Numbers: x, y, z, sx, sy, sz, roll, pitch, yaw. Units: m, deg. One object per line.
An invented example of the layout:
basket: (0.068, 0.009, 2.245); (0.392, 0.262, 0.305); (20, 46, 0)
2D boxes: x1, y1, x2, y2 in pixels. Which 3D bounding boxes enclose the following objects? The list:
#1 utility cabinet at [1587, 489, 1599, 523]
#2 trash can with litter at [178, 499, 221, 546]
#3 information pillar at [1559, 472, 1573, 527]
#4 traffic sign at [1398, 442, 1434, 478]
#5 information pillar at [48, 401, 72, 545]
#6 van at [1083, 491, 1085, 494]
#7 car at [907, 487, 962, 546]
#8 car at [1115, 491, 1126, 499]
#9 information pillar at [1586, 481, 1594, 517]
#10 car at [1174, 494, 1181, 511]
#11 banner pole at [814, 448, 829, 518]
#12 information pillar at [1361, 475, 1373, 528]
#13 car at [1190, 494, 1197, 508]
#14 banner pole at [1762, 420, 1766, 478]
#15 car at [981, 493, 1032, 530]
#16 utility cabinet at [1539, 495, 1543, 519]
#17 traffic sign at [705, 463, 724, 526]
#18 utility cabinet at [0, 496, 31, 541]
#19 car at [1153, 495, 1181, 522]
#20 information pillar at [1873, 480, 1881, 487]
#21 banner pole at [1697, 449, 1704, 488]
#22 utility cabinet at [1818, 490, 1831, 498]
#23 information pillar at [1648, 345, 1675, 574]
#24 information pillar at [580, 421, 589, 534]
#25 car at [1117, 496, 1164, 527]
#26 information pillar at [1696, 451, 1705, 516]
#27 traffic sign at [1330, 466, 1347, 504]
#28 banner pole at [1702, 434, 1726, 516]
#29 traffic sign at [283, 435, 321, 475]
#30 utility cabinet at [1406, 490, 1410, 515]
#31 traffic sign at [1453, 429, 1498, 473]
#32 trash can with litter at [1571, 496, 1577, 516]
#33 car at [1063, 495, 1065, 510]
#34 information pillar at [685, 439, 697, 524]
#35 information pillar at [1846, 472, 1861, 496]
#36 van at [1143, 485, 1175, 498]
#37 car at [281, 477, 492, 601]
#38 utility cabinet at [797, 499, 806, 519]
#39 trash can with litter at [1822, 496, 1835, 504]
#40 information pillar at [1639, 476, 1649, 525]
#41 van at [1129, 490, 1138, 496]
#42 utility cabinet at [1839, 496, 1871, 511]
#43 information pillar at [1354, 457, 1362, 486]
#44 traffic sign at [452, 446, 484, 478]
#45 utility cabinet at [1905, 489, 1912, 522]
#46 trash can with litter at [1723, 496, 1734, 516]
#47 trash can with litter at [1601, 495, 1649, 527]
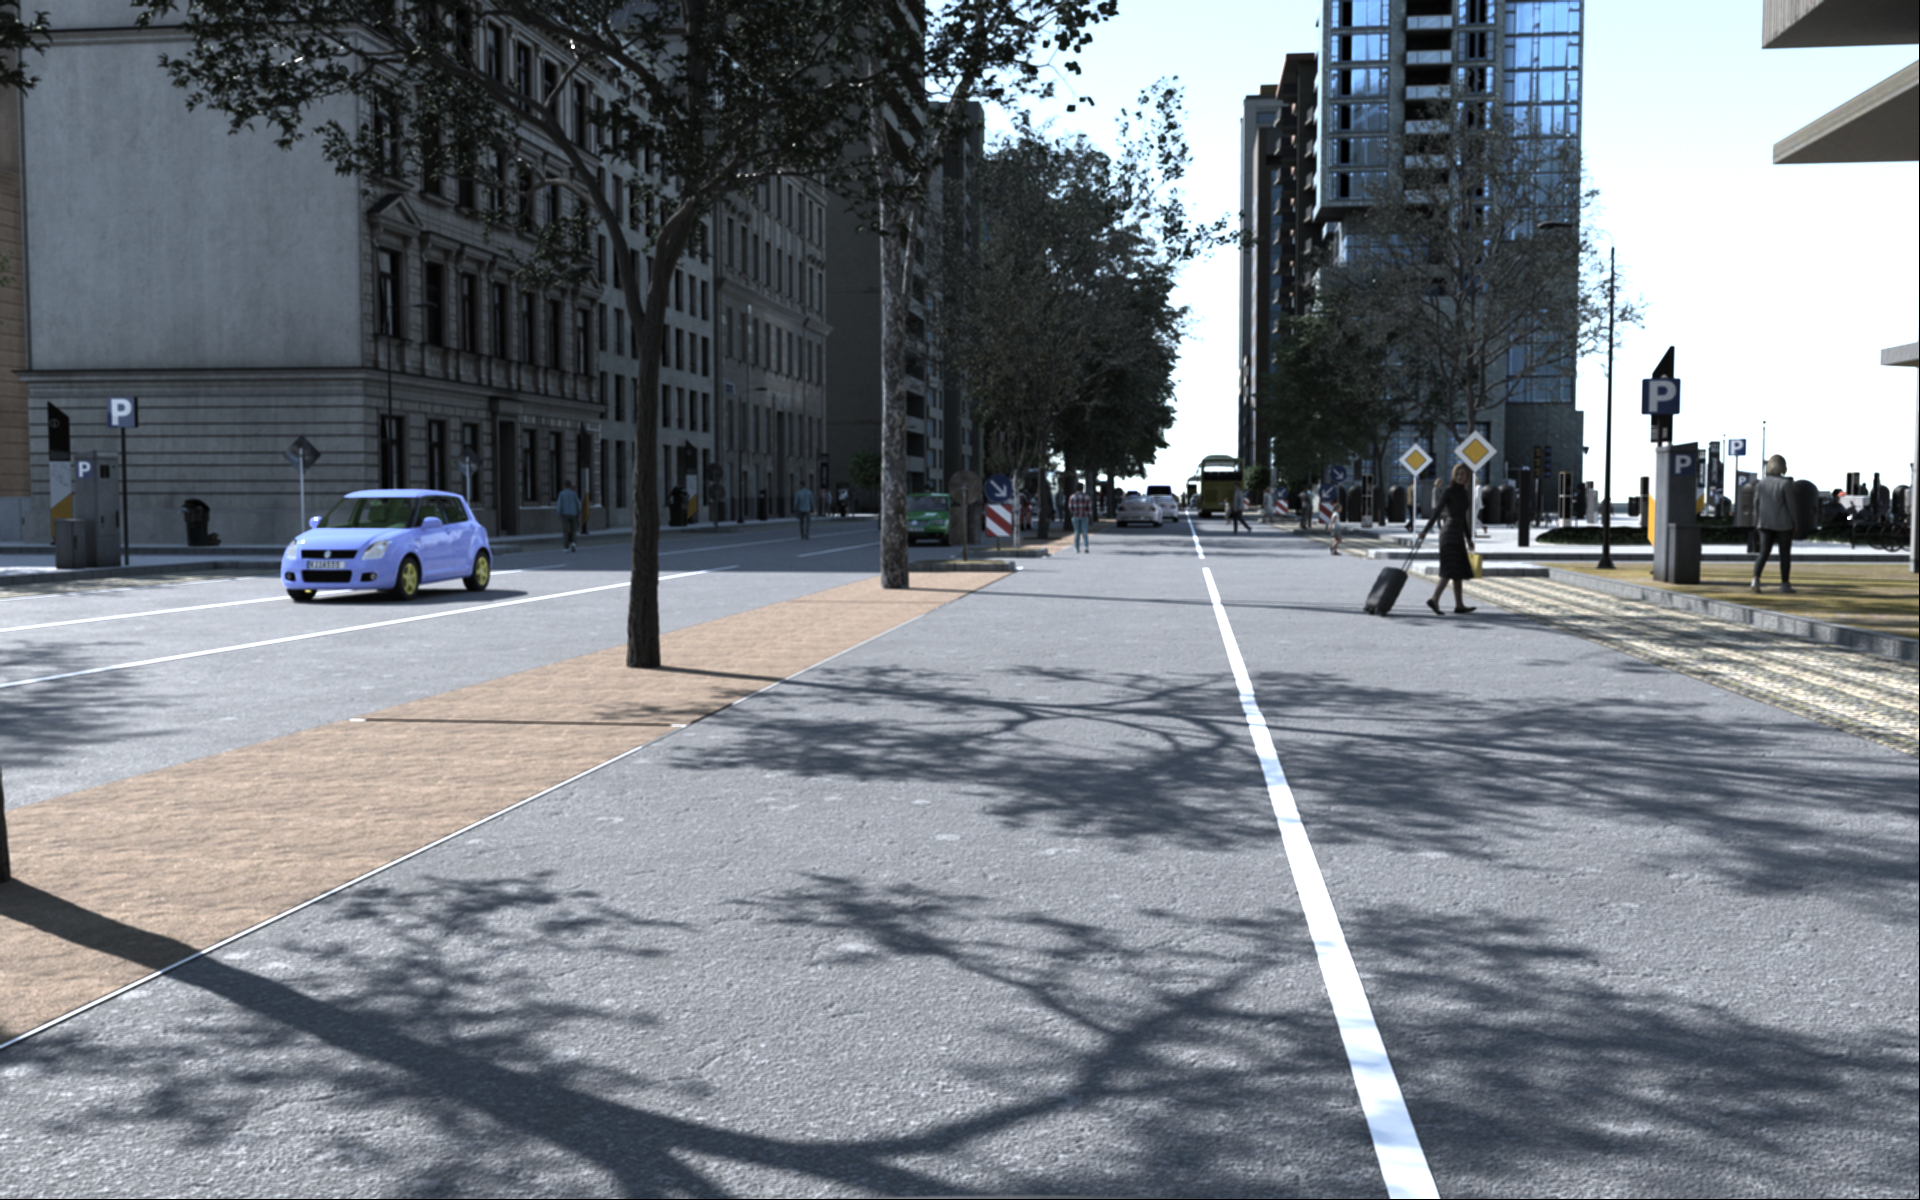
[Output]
utility cabinet: (27.623, -4.091, 75.570); (0.318, 1.500, 1.173); (2, 4, 28)
trash can with litter: (-18.717, -1.914, 42.674); (0.624, 1.170, 1.055); (0, 4, 6)
information pillar: (20.261, -3.270, 57.963); (0.304, 2.012, 0.304); (-1, 4, -11)
traffic sign: (10.297, -2.258, 39.115); (0.795, 2.593, 0.064); (0, 4, 7)
information pillar: (-22.656, -3.194, 43.584); (0.504, 3.616, 0.183); (-2, 4, -26)
van: (12.140, -10.477, 178.316); (2.013, 2.044, 4.112); (0, 4, 6)
car: (-0.875, -2.460, 49.011); (1.959, 1.807, 4.718); (1, 4, 9)
car: (17.181, -10.949, 187.682); (2.281, 1.827, 5.304); (0, 4, 8)
information pillar: (34.731, -5.566, 95.490); (0.304, 2.012, 0.304); (-1, 4, -11)
car: (17.867, -8.415, 147.375); (2.009, 1.686, 4.222); (1, 4, 9)
banner pole: (-7.558, -6.403, 94.710); (0.863, 3.779, 0.401); (1, 4, 12)
information pillar: (15.424, -3.737, 65.592); (0.304, 2.012, 0.304); (-2, 4, -26)
car: (23.936, -9.876, 173.476); (2.014, 1.417, 4.499); (0, 4, 8)
banner pole: (27.173, -4.197, 58.642); (0.401, 3.779, 0.863); (2, 4, 27)
car: (1.873, -3.705, 69.611); (2.155, 1.783, 4.494); (0, 4, 8)
utility cabinet: (27.702, -4.385, 82.857); (0.306, 1.237, 1.020); (1, 4, 17)
traffic sign: (-9.999, -4.304, 70.481); (0.768, 2.556, 0.104); (1, 4, 10)
utility cabinet: (-25.570, -2.198, 47.106); (1.020, 1.237, 0.306); (0, 4, 6)
car: (10.385, -4.734, 89.760); (2.083, 1.381, 4.827); (0, 4, 7)
information pillar: (46.187, -5.065, 87.311); (0.304, 2.012, 0.304); (3, 5, 40)
banner pole: (36.314, -5.779, 84.498); (0.401, 3.779, 0.863); (-2, 4, -27)
utility cabinet: (48.178, -5.413, 97.173); (1.173, 1.500, 0.318); (1, 4, 22)
information pillar: (11.179, -2.217, 27.602); (0.183, 3.616, 0.504); (-1, 4, -12)
information pillar: (-12.013, -3.919, 55.429); (0.183, 3.616, 0.504); (-2, 4, -33)
car: (7.903, -3.895, 76.053); (2.083, 1.381, 4.827); (1, 4, 9)
information pillar: (38.363, -6.017, 89.734); (0.183, 3.616, 0.504); (-2, 4, -30)
traffic sign: (16.896, -4.728, 77.411); (0.768, 2.556, 0.104); (1, 4, 12)
banner pole: (31.466, -5.008, 71.894); (0.863, 3.779, 0.401); (0, 4, -7)
traffic sign: (-12.925, -1.948, 34.034); (0.795, 2.593, 0.064); (0, 4, 7)
utility cabinet: (26.765, -5.826, 103.938); (0.318, 1.500, 1.173); (0, 4, -1)
traffic sign: (9.288, -1.774, 31.193); (0.795, 2.593, 0.064); (0, 4, 7)
trash can with litter: (35.260, -5.385, 99.426); (0.624, 1.170, 1.055); (0, 4, -7)
car: (10.016, -8.820, 156.566); (2.083, 1.381, 4.827); (0, 4, 7)
information pillar: (-11.528, -5.067, 74.201); (0.504, 3.616, 0.183); (-2, 4, -29)
information pillar: (29.607, -3.240, 57.459); (0.304, 2.012, 0.304); (-1, 4, -16)
van: (13.779, -7.072, 120.016); (2.240, 2.365, 5.245); (0, 4, 6)
car: (-8.056, -0.909, 24.451); (1.945, 1.707, 3.694); (0, 4, 8)
utility cabinet: (-8.190, -4.815, 89.889); (0.306, 1.237, 1.020); (-1, 4, -23)
trash can with litter: (38.578, -4.078, 77.740); (2.233, 1.210, 1.678); (3, 4, 38)
information pillar: (28.153, -4.084, 71.262); (0.304, 2.012, 0.304); (0, 4, 6)
van: (26.763, -16.143, 268.323); (2.240, 2.365, 5.245); (0, 4, 6)
utility cabinet: (29.107, -2.765, 56.376); (0.306, 1.237, 1.020); (-1, 4, -16)
information pillar: (24.139, -6.953, 105.040); (0.183, 3.616, 0.504); (-3, 5, -39)
traffic sign: (-11.916, -2.432, 41.955); (0.795, 2.593, 0.064); (0, 4, 7)
utility cabinet: (39.354, -3.857, 71.744); (0.318, 1.500, 1.173); (1, 4, 22)
trash can with litter: (44.805, -5.466, 100.758); (0.624, 1.170, 1.055); (-2, 4, -25)
trash can with litter: (20.440, -2.645, 54.296); (1.678, 1.210, 2.233); (2, 4, 31)
